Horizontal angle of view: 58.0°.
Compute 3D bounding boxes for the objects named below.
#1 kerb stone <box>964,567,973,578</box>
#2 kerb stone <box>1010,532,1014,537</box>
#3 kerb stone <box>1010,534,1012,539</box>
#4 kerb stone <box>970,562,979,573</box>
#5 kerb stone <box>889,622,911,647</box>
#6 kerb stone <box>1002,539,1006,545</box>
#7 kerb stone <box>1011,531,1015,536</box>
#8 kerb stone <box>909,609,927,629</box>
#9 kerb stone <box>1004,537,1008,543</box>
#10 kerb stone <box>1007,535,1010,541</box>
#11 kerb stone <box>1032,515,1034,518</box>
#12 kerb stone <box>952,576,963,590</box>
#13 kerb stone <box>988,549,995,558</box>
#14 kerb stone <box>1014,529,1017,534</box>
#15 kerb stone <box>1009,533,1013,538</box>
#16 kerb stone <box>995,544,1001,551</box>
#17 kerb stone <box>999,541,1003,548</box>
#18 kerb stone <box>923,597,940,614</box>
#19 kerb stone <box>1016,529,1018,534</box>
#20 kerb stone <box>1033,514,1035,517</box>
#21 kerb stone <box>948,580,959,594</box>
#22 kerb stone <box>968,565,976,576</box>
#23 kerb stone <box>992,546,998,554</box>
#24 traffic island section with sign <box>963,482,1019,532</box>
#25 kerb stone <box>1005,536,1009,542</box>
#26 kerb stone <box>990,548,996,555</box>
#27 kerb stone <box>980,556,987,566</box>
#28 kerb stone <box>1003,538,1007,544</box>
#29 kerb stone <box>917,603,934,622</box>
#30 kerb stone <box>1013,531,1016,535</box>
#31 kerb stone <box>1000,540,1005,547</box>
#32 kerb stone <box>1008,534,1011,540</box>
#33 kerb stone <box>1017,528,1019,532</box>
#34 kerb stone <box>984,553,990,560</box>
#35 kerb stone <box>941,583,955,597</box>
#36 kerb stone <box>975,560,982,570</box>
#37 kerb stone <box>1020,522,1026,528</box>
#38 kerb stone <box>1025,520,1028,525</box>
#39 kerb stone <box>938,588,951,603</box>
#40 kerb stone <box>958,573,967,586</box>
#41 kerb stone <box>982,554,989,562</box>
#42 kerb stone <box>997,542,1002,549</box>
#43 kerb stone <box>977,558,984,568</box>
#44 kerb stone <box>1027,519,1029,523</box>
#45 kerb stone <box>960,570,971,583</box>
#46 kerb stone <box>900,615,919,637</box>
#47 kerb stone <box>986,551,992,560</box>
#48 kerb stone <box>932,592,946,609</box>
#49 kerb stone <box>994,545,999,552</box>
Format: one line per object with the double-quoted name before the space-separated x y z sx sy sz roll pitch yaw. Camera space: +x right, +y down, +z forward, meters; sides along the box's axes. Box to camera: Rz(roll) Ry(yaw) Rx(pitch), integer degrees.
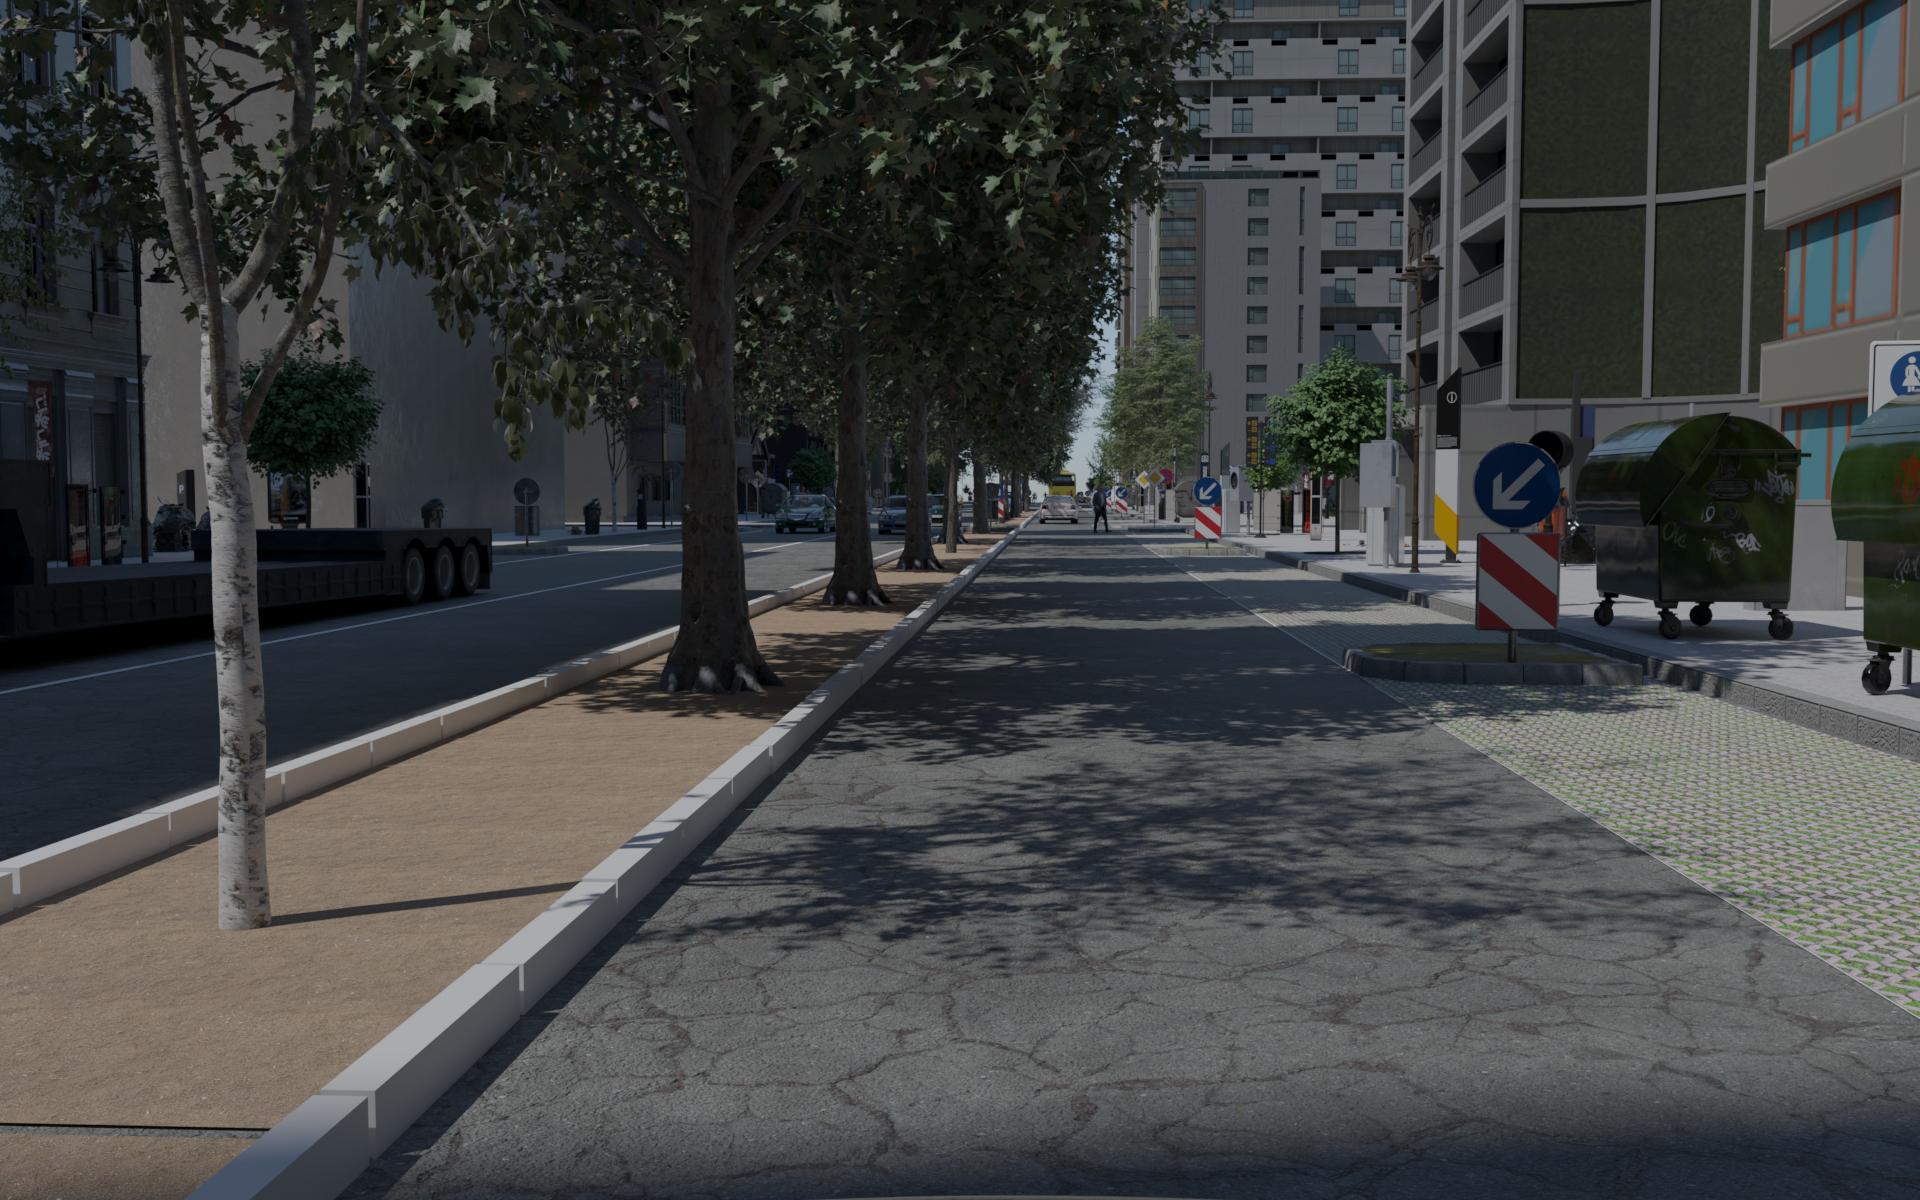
"kerb stone" 0.094 -0.404 28.828 0.120 0.150 1.000 0 4 3
"kerb stone" 1.547 -1.973 54.446 0.120 0.150 1.000 0 4 3
"kerb stone" 1.431 -1.848 52.405 0.120 0.150 1.000 0 4 3
"kerb stone" 0.208 -0.531 30.880 0.120 0.150 1.000 0 4 3
"kerb stone" -0.595 0.348 16.510 0.120 0.150 1.000 0 4 3
"kerb stone" 1.089 -1.471 46.250 0.120 0.150 1.000 0 4 3
"kerb stone" 1.607 -2.029 55.473 0.120 0.150 1.000 0 4 3
"kerb stone" -0.481 0.229 18.559 0.120 0.150 1.000 0 4 3
"kerb stone" 1.198 -1.595 48.303 0.120 0.150 1.000 0 4 3
"kerb stone" 1.311 -1.722 50.354 0.120 0.150 1.000 0 4 3
"kerb stone" 3.889 -4.508 95.907 0.120 0.150 1.000 0 4 3
"kerb stone" -0.074 -0.214 25.731 0.120 0.150 1.000 0 4 3
"kerb stone" 0.625 -0.965 38.042 0.120 0.150 1.000 0 4 3
"kerb stone" 1.778 -2.223 58.535 0.120 0.150 1.000 0 4 3
"kerb stone" 1.493 -1.910 53.425 0.120 0.150 1.000 0 4 3
"kerb stone" 0.855 -1.220 42.144 0.120 0.150 1.000 0 4 3
"kerb stone" 0.968 -1.346 44.203 0.120 0.150 1.000 0 4 3
"kerb stone" -0.367 0.097 20.606 0.120 0.150 1.000 0 4 3
"kerb stone" 1.830 -2.285 59.560 0.120 0.150 1.000 0 4 3
"kerb stone" 4.062 -4.696 98.976 0.120 0.150 1.000 0 4 3
"kerb stone" -0.136 -0.153 24.707 0.120 0.150 1.000 0 4 3
"kerb stone" 0.157 -0.468 29.848 0.120 0.150 1.000 0 4 3
"kerb stone" 0.739 -1.091 40.084 0.120 0.150 1.000 0 4 3
"traffic island section with sign" 1.138 -3.541 66.026 2.006 1.907 1.989 0 4 3
"kerb stone" 1.258 -1.660 49.330 0.120 0.150 1.000 0 4 3
"kerb stone" 0.680 -1.032 39.064 0.120 0.150 1.000 0 4 3
"kerb stone" 0.390 -0.719 33.950 0.120 0.150 1.000 0 4 3
"kerb stone" 1.144 -1.530 47.271 0.120 0.150 1.000 0 4 3
"kerb stone" -0.418 0.164 19.579 0.120 0.150 1.000 0 4 3
"kerb stone" 1.662 -2.096 56.494 0.120 0.150 1.000 0 4 3
"kerb stone" 1.029 -1.408 45.223 0.120 0.150 1.000 0 4 3
"kerb stone" 1.376 -1.785 51.377 0.120 0.150 1.000 0 4 3
"kerb stone" 1.952 -2.411 61.612 0.120 0.150 1.000 0 4 3
"kerb stone" 0.500 -0.843 35.992 0.120 0.150 1.000 0 4 3
"kerb stone" -0.199 -0.091 23.685 0.120 0.150 1.000 0 4 3
"kerb stone" 0.269 -0.594 31.905 0.120 0.150 1.000 0 4 3
"kerb stone" 2.616 -3.132 73.411 0.120 0.150 1.000 0 4 3
"kerb stone" 2.901 -3.445 78.529 0.120 0.150 1.000 0 4 3
"kerb stone" -0.242 -0.028 22.654 0.120 0.150 1.000 0 4 3
"kerb stone" -0.017 -0.278 26.766 0.120 0.150 1.000 0 4 3
"kerb stone" 0.449 -0.775 34.971 0.120 0.150 1.000 0 4 3
"kerb stone" 0.912 -1.283 43.168 0.120 0.150 1.000 0 4 3
"kerb stone" 0.331 -0.653 32.930 0.120 0.150 1.000 0 4 3
"kerb stone" 3.015 -3.570 80.570 0.120 0.150 1.000 0 4 3
"kerb stone" 0.050 -0.338 27.792 0.120 0.150 1.000 0 4 3
"kerb stone" -0.536 0.285 17.530 0.120 0.150 1.000 0 4 3
"kerb stone" 0.554 -0.905 37.022 0.120 0.150 1.000 0 4 3
"kerb stone" -0.301 0.036 21.631 0.120 0.150 1.000 0 4 3
"kerb stone" 0.792 -1.157 41.116 0.120 0.150 1.000 0 4 3
